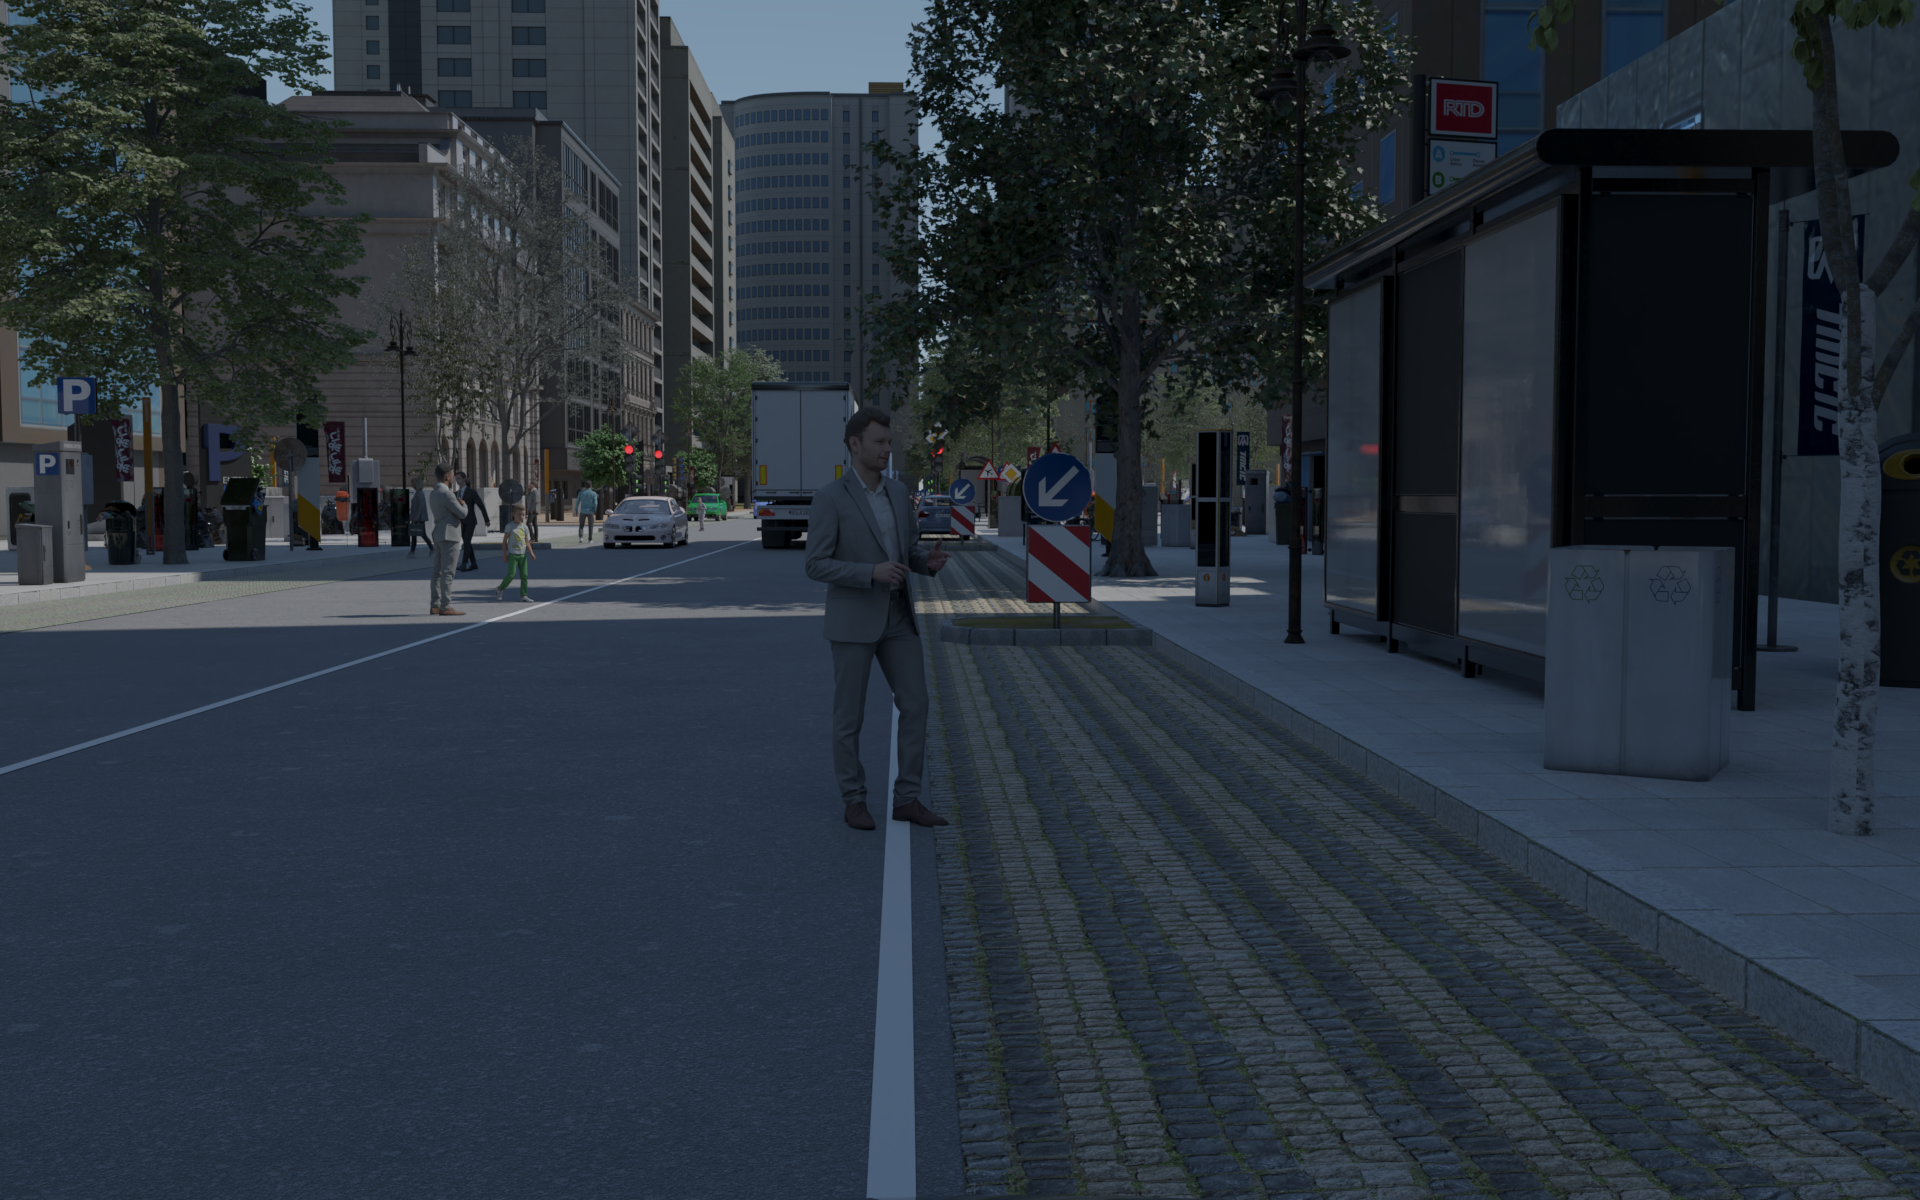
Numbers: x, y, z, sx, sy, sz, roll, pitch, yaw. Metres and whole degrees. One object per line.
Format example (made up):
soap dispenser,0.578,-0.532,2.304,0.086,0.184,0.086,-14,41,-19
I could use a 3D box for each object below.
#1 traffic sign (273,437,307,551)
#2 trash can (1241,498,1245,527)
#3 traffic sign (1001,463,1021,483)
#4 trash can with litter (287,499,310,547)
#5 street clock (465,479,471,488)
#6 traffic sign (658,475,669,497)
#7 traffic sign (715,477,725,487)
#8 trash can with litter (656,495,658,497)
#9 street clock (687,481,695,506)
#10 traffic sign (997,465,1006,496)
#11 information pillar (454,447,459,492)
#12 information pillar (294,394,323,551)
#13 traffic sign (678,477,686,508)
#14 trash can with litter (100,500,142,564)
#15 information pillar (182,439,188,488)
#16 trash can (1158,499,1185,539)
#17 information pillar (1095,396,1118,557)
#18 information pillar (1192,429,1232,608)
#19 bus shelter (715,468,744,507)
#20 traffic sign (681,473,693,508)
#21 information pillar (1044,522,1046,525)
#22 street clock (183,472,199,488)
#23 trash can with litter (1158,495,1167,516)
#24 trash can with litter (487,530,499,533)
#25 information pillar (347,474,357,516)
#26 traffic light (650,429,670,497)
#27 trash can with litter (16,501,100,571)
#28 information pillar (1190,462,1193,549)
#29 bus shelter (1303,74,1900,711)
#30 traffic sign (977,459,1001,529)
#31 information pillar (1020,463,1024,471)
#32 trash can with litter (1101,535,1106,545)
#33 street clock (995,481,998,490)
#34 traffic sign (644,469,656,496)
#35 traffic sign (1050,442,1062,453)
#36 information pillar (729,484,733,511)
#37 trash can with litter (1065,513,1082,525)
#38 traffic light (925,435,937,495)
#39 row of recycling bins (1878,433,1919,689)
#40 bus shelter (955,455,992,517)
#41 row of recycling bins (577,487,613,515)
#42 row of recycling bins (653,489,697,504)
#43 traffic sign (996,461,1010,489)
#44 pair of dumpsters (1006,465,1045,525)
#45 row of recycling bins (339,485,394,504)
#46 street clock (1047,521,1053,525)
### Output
traffic sign,-15.072,-2.378,38.981,0.768,2.556,0.104,0,4,3
trash can,11.403,-3.453,68.102,0.748,1.137,0.748,0,3,0
traffic sign,1.912,-3.893,64.843,0.795,2.450,0.064,0,4,2
trash can with litter,-16.213,-1.912,42.645,0.624,1.170,1.055,-1,4,-15
street clock,-23.461,-4.773,82.615,0.358,2.002,0.471,-1,4,-13
traffic sign,-15.663,-5.469,91.555,0.606,2.300,0.079,0,4,7
traffic sign,-18.096,-7.987,130.698,0.768,2.556,0.104,0,4,-1
trash can with litter,-21.063,-6.651,119.799,1.678,1.210,2.233,-1,4,-17
street clock,-15.456,-5.803,99.452,0.358,2.002,0.471,2,4,27
traffic sign,1.977,-4.641,75.989,0.768,2.556,0.104,0,4,5
information pillar,-23.487,-5.471,80.809,0.183,3.616,0.504,0,4,0
information pillar,-14.760,-2.930,39.255,0.504,3.616,0.183,-2,4,-28
traffic sign,-17.142,-6.394,106.674,0.606,2.300,0.079,0,4,0
trash can with litter,-15.331,-1.239,31.644,0.624,1.170,1.055,-1,4,-16
information pillar,-28.330,-4.389,63.116,0.504,3.616,0.183,2,4,23
trash can,5.799,-2.191,47.484,0.748,1.137,0.748,0,3,0
information pillar,3.002,-2.690,35.330,0.504,3.616,0.183,-1,4,-14
information pillar,2.881,-0.930,19.701,0.304,2.012,0.304,3,4,37
bus shelter,-18.417,-8.790,137.645,2.014,3.302,5.546,0,4,-2
traffic sign,-16.709,-6.470,105.887,0.768,2.556,0.104,0,4,4
information pillar,2.772,-2.971,53.068,0.304,2.012,0.304,1,4,18
street clock,-25.167,-3.188,56.687,0.471,2.002,0.358,1,4,16
trash can with litter,11.710,-5.565,102.048,1.678,1.210,2.233,3,5,43
trash can with litter,-15.700,-2.791,56.686,2.233,1.210,1.678,-1,4,-14
information pillar,-21.999,-3.563,62.750,0.304,2.012,0.304,-3,4,-37
traffic light,-12.913,-5.239,74.574,0.839,4.253,0.868,0,4,-2
trash can with litter,-14.467,-0.996,27.676,1.055,1.170,0.624,0,4,-7
information pillar,5.533,-2.187,40.249,0.304,2.012,0.304,1,4,23
bus shelter,4.233,-2.244,14.314,2.179,5.291,8.768,0,4,-2
traffic sign,1.054,-3.868,63.250,0.884,2.594,0.081,0,4,0
information pillar,4.399,-7.954,121.401,0.504,3.616,0.183,-3,5,-40
trash can with litter,3.988,-1.969,43.576,1.055,1.170,0.624,-1,4,-12
street clock,2.061,-5.210,89.759,0.471,2.002,0.358,-1,4,-14
traffic sign,-16.037,-5.455,89.302,0.768,2.556,0.104,0,4,4
traffic sign,2.365,-2.630,43.003,0.884,2.594,0.081,0,4,4
information pillar,-16.901,-7.566,128.193,0.304,2.012,0.304,1,4,11
trash can with litter,3.826,-2.687,55.313,1.055,1.170,0.624,3,5,41
traffic light,-1.108,-5.263,74.968,0.839,4.253,0.868,0,4,-2
row of recycling bins,7.135,-0.212,10.579,1.069,1.692,3.534,-2,4,-28
bus shelter,0.848,-6.050,92.849,2.014,3.302,5.546,0,4,-2
row of recycling bins,-22.526,-6.109,106.998,1.069,1.692,3.534,-3,5,-45
row of recycling bins,-21.920,-7.747,133.776,3.534,1.692,1.069,-1,4,-20
traffic sign,1.851,-4.156,67.948,0.884,2.594,0.081,0,4,7
pair of dumpsters,2.490,-3.508,59.845,1.574,2.255,4.437,0,4,-2
row of recycling bins,-26.160,-4.235,76.353,1.069,1.692,3.534,1,4,15
street clock,1.855,-1.868,35.109,0.471,2.002,0.358,1,4,12
